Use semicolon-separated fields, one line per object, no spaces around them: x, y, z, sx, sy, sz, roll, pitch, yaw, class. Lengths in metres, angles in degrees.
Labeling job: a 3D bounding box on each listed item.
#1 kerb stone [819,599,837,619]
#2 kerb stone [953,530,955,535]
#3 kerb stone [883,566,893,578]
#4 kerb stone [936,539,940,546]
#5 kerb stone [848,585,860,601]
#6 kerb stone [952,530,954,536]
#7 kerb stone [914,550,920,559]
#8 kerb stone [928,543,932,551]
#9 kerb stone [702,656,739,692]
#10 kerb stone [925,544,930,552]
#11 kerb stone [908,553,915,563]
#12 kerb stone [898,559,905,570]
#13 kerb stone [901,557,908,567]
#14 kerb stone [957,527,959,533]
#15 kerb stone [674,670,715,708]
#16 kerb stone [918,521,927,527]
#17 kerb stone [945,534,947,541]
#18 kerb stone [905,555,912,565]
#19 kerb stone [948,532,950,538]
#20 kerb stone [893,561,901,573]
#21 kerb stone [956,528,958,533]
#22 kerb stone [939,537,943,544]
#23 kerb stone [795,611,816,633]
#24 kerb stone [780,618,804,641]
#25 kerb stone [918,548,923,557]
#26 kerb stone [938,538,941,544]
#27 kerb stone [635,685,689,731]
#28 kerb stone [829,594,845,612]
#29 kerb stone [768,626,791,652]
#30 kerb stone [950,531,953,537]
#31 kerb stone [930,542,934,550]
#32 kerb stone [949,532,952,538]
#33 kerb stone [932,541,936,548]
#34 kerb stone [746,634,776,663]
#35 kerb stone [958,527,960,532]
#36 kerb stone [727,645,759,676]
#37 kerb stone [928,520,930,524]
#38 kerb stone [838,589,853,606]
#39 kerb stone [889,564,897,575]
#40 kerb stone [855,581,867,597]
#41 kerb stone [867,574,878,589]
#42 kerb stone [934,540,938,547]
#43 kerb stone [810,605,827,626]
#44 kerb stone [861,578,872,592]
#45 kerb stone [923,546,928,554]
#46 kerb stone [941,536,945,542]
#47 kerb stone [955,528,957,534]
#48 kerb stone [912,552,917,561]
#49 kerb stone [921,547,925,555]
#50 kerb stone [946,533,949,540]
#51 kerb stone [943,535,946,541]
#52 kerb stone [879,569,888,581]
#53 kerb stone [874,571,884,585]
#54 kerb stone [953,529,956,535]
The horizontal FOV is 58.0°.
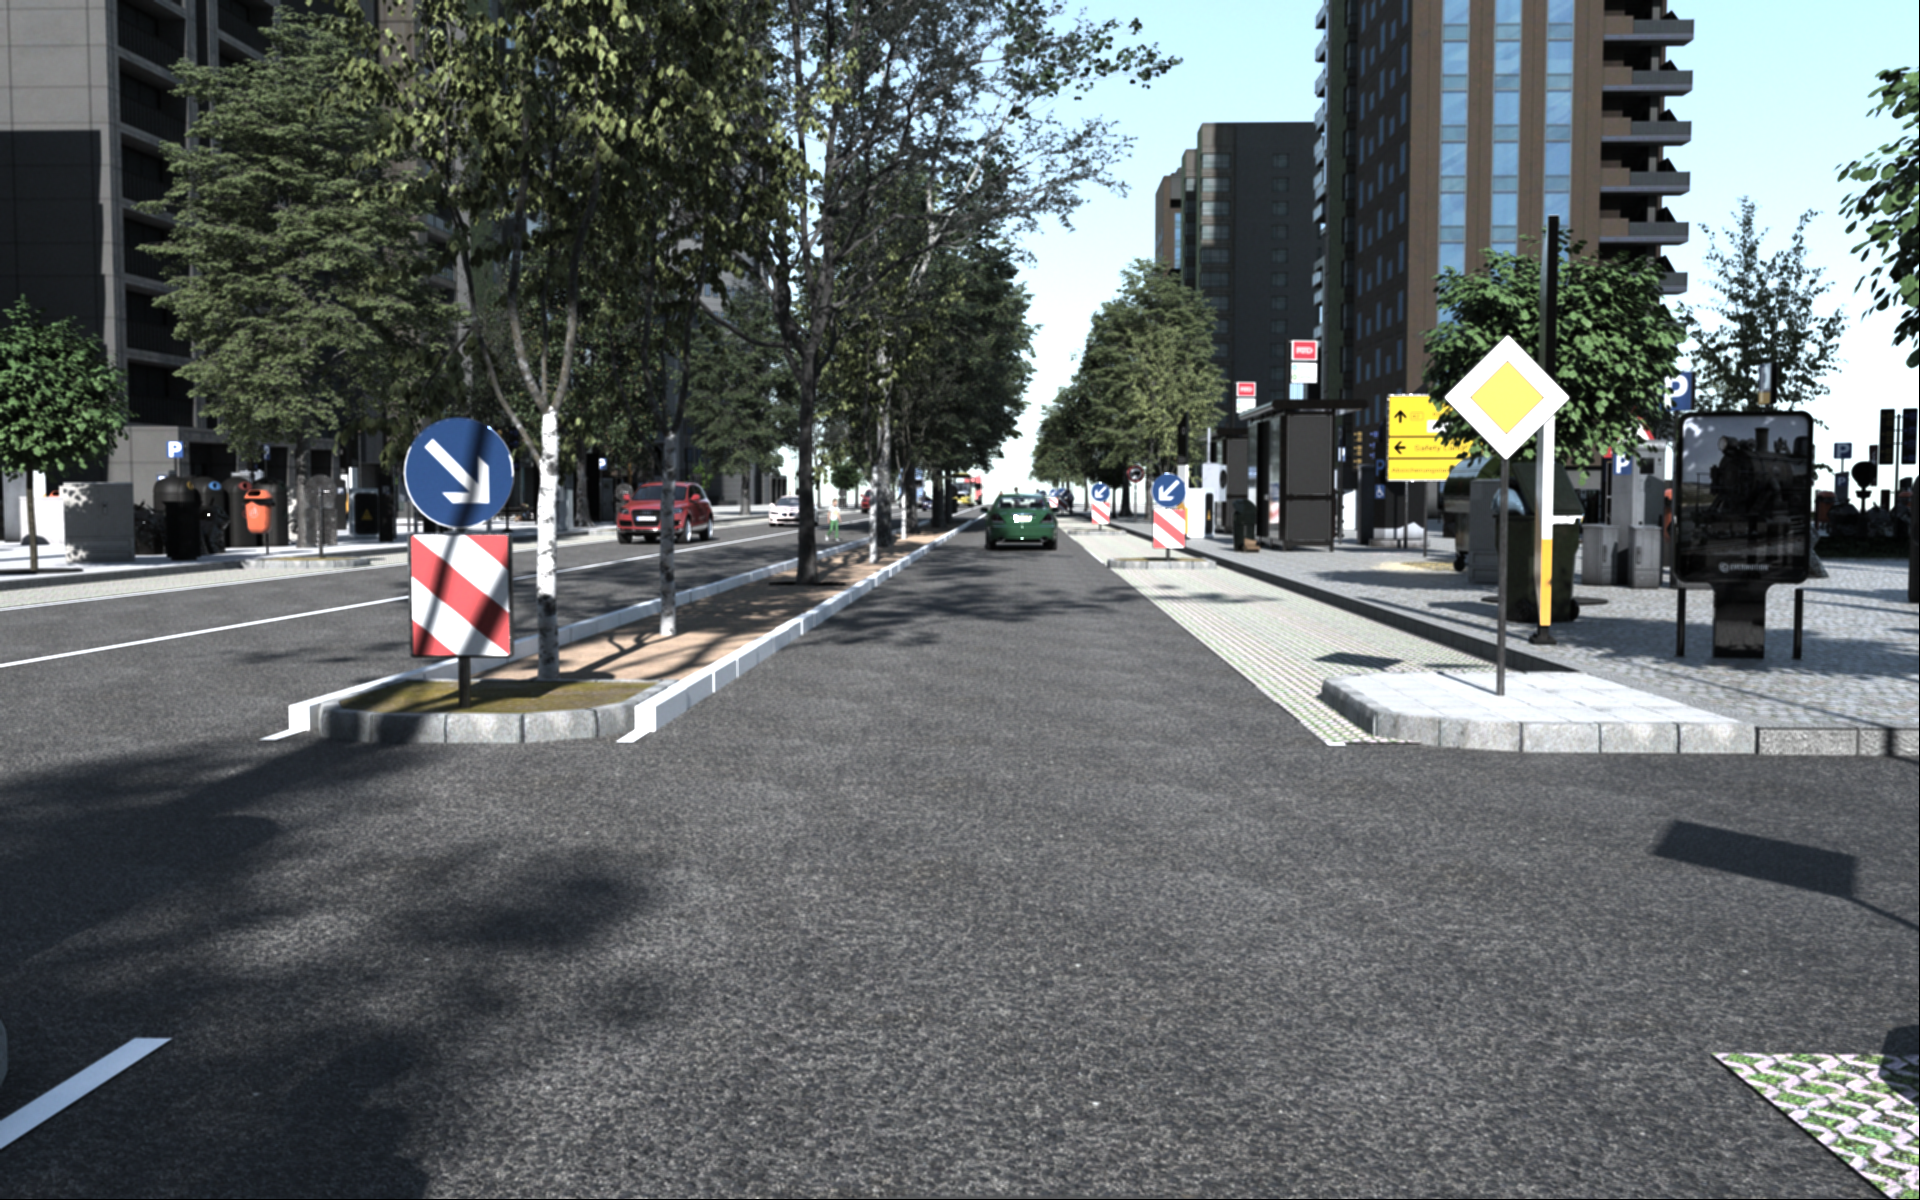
-1.576;0.126;20.174;0.120;0.150;1.000;0;4;2;kerb stone
-0.326;-2.194;58.082;0.120;0.150;1.000;0;4;2;kerb stone
-1.282;-0.439;29.380;0.120;0.150;1.000;0;4;2;kerb stone
-0.703;-1.499;46.796;0.120;0.150;1.000;0;4;2;kerb stone
-1.479;-0.060;23.244;0.120;0.150;1.000;0;4;2;kerb stone
-0.356;-2.132;57.060;0.120;0.150;1.000;0;4;2;kerb stone
-1.008;-0.941;37.579;0.120;0.150;1.000;0;4;2;kerb stone
-0.837;-1.255;42.707;0.120;0.150;1.000;0;4;2;kerb stone
-1.818;0.562;13.002;0.120;0.150;1.000;0;4;2;kerb stone
-0.867;-1.192;41.686;0.120;0.150;1.000;0;4;2;kerb stone
-1.068;-0.815;35.529;0.120;0.150;1.000;0;4;2;kerb stone
-1.167;-0.625;32.448;0.120;0.150;1.000;0;4;2;kerb stone
-1.138;-0.690;33.475;0.120;0.150;1.000;0;4;2;kerb stone
-0.185;-2.446;62.185;0.120;0.150;1.000;0;4;2;kerb stone
-1.858;0.625;11.981;0.120;0.150;1.000;0;4;2;kerb stone
-1.716;-3.514;79.646;0.120;0.150;1.000;0;4;2;kerb stone
-0.533;-1.815;51.938;0.120;0.150;1.000;0;4;2;kerb stone
-1.104;-0.752;34.497;0.120;0.150;1.000;0;4;2;kerb stone
-0.458;-1.943;53.980;0.120;0.150;1.000;0;4;2;kerb stone
-1.207;-0.563;31.427;0.120;0.150;1.000;0;4;2;kerb stone
-0.225;-2.381;61.156;0.120;0.150;1.000;0;4;2;kerb stone
-0.631;-1.630;48.854;0.120;0.150;1.000;0;4;2;kerb stone
-1.649;0.249;18.131;0.120;0.150;1.000;0;4;2;kerb stone
-1.690;0.314;17.110;0.120;0.150;1.000;0;4;2;kerb stone
-0.977;-1.004;38.603;0.120;0.150;1.000;0;4;2;kerb stone
-0.663;-1.565;47.829;0.120;0.150;1.000;0;4;2;kerb stone
-1.884;0.687;10.959;0.120;0.150;1.000;0;4;2;kerb stone
-1.548;0.061;21.201;0.120;0.150;1.000;0;4;2;kerb stone
-1.718;0.381;16.085;0.120;0.150;1.000;0;4;2;kerb stone
-0.397;-2.069;56.030;0.120;0.150;1.000;0;4;2;kerb stone
-0.808;-1.317;43.732;0.120;0.150;1.000;0;4;2;kerb stone
-0.427;-2.007;55.009;0.120;0.150;1.000;0;4;2;kerb stone
-0.770;-1.377;44.753;0.120;0.150;1.000;0;4;2;kerb stone
-1.752;0.437;15.052;0.120;0.150;1.000;0;4;2;kerb stone
-0.159;-2.508;63.206;0.120;0.150;1.000;0;4;2;kerb stone
-1.780;0.500;14.028;0.120;0.150;1.000;0;4;2;kerb stone
-1.642;-3.639;81.695;0.120;0.150;1.000;0;4;2;kerb stone
-1.517;-0.001;22.222;0.120;0.150;1.000;0;4;2;kerb stone
-1.240;-0.500;30.401;0.120;0.150;1.000;0;4;2;kerb stone
-1.444;-0.127;24.272;0.120;0.150;1.000;0;4;2;kerb stone
-1.381;-0.251;26.316;0.120;0.150;1.000;0;4;2;kerb stone
-0.735;-1.439;45.774;0.120;0.150;1.000;0;4;2;kerb stone
-1.610;0.195;19.153;0.120;0.150;1.000;0;4;2;kerb stone
-1.419;-0.190;25.294;0.120;0.150;1.000;0;4;2;kerb stone
-0.907;-1.124;40.657;0.120;0.150;1.000;0;4;2;kerb stone
-0.592;-1.693;49.884;0.120;0.150;1.000;0;4;2;kerb stone
-0.255;-2.320;60.126;0.120;0.150;1.000;0;4;2;kerb stone
-1.043;-0.878;36.557;0.120;0.150;1.000;0;4;2;kerb stone
-0.937;-1.066;39.627;0.120;0.150;1.000;0;4;2;kerb stone
-0.490;-1.882;52.959;0.120;0.150;1.000;0;4;2;kerb stone
-0.561;-1.754;50.914;0.120;0.150;1.000;0;4;2;kerb stone
-1.316;-0.377;28.358;0.120;0.150;1.000;0;4;2;kerb stone
-1.341;-0.314;27.337;0.120;0.150;1.000;0;4;2;kerb stone
-0.298;-2.257;59.103;0.120;0.150;1.000;0;4;2;kerb stone
